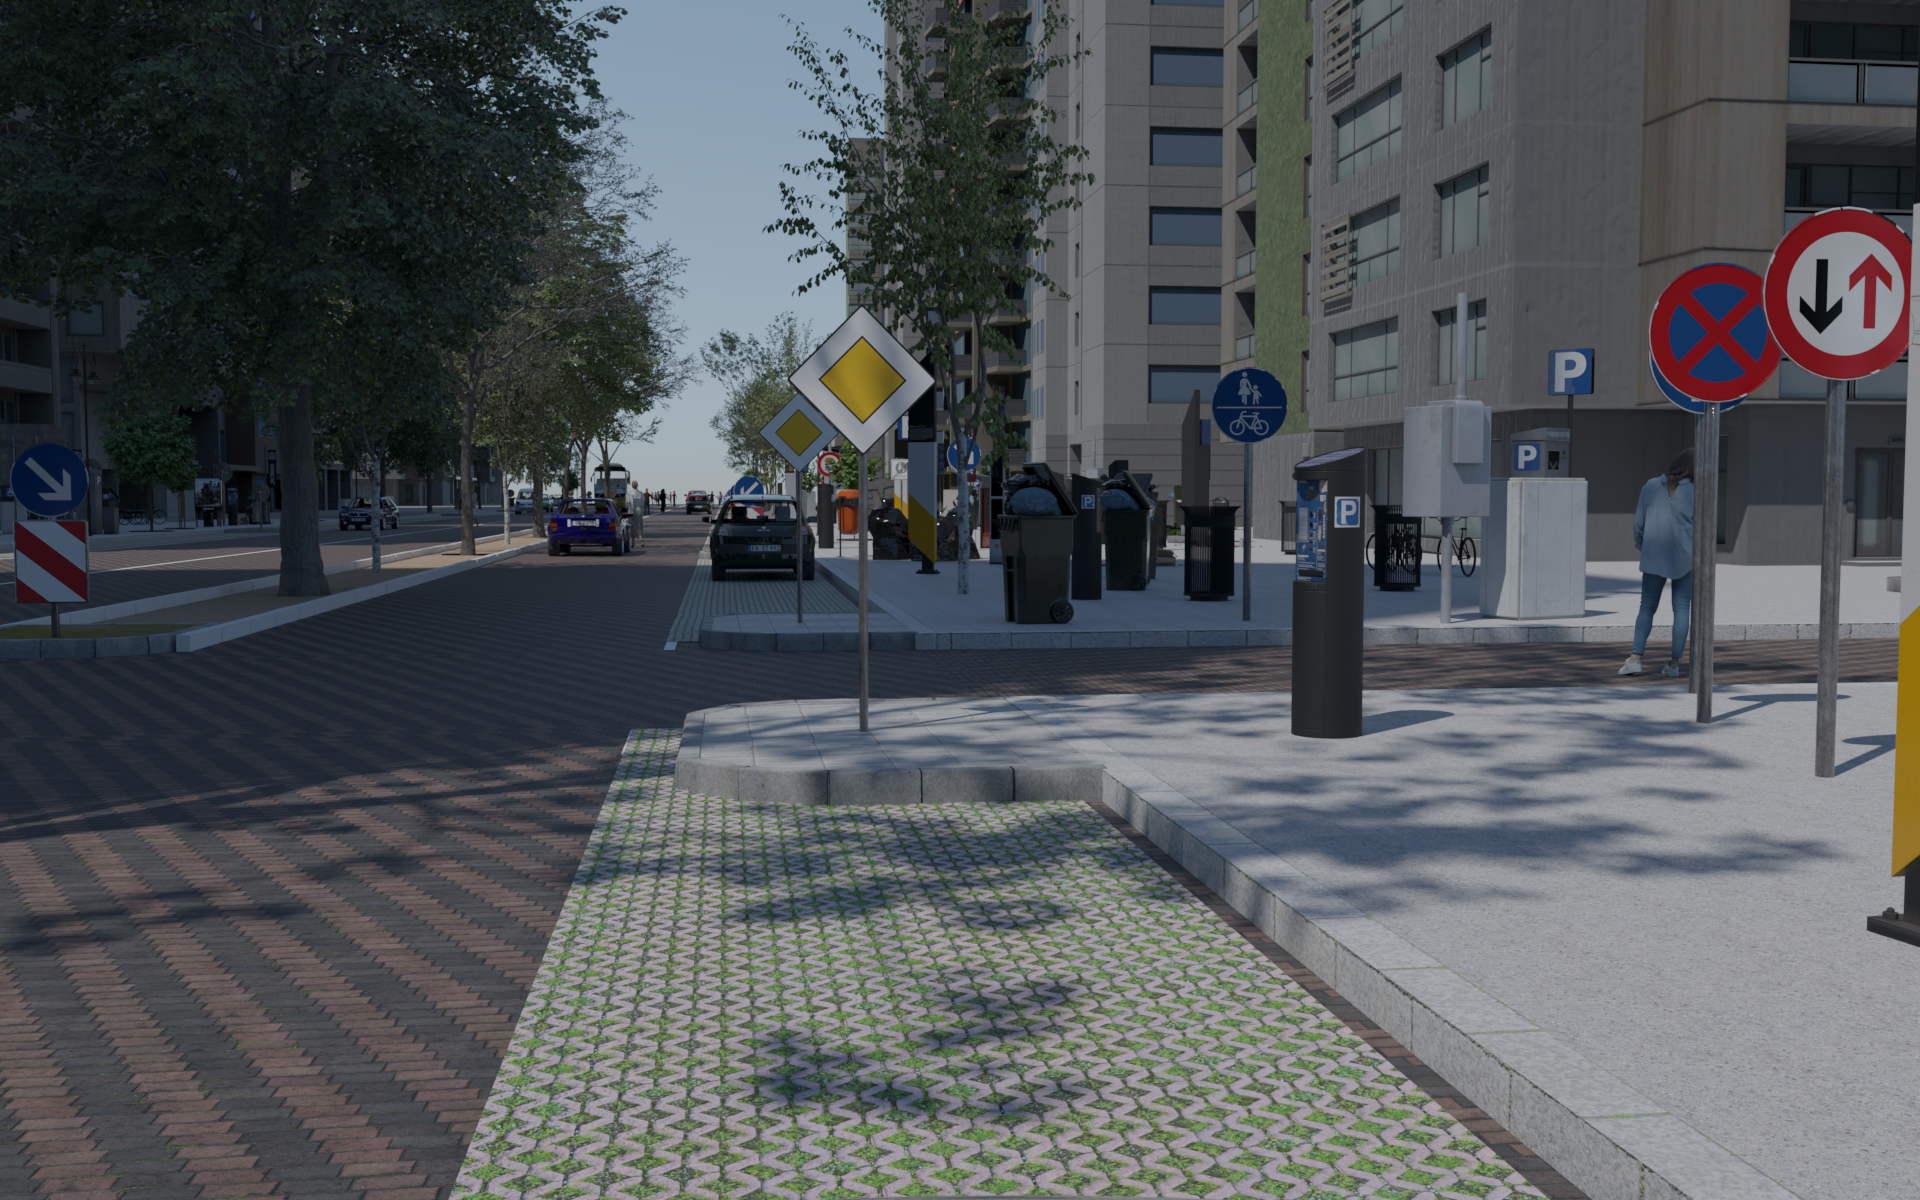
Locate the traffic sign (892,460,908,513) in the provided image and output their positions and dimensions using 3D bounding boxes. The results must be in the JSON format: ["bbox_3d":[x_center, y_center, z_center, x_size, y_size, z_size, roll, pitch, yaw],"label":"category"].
[{"bbox_3d":[-1.733,-3.007,51.298,0.606,2.300,0.079,0,3,0],"label":"traffic sign"}]

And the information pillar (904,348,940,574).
[{"bbox_3d":[-0.590,-2.228,27.776,0.504,3.616,0.183,2,4,25],"label":"information pillar"}]

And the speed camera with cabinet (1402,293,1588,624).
[{"bbox_3d":[5.466,-1.425,17.635,2.038,3.252,0.660,-2,4,-28],"label":"speed camera with cabinet"}]

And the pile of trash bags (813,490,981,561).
[{"bbox_3d":[-1.212,-1.510,34.442,3.447,1.369,1.912,3,5,40],"label":"pile of trash bags"}]

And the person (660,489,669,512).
[{"bbox_3d":[-23.278,-7.821,135.997,0.705,1.869,1.348,-3,5,-40],"label":"person"}]

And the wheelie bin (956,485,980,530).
[{"bbox_3d":[0.288,-3.339,62.503,0.693,1.594,0.980,-3,4,-38],"label":"wheelie bin"}]

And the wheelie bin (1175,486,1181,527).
[{"bbox_3d":[8.216,-3.447,64.272,0.980,1.594,0.693,0,4,0],"label":"wheelie bin"}]

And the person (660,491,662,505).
[{"bbox_3d":[-24.532,-8.180,142.924,0.721,1.739,1.217,0,4,2],"label":"person"}]

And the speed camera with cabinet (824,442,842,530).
[{"bbox_3d":[-4.248,-4.190,62.848,0.660,3.252,2.038,-2,4,-29],"label":"speed camera with cabinet"}]

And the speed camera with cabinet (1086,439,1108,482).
[{"bbox_3d":[4.459,-4.110,61.542,0.660,3.252,2.038,3,5,44],"label":"speed camera with cabinet"}]

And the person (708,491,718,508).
[{"bbox_3d":[-24.578,-9.969,172.171,1.217,1.739,0.721,2,4,25],"label":"person"}]

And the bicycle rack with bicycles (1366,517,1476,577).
[{"bbox_3d":[6.818,-0.890,27.933,2.852,0.926,2.925,0,4,1],"label":"bicycle rack with bicycles"}]

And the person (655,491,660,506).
[{"bbox_3d":[-36.405,-12.262,208.964,0.705,1.826,1.348,1,4,18],"label":"person"}]

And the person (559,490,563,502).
[{"bbox_3d":[-35.293,-8.888,153.783,0.705,1.831,1.348,0,4,6],"label":"person"}]

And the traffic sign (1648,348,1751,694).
[{"bbox_3d":[4.735,-0.671,11.076,0.768,2.556,0.104,0,4,-3],"label":"traffic sign"}]

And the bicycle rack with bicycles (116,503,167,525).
[{"bbox_3d":[-34.844,-3.619,72.555,2.925,0.926,2.852,-2,4,-26],"label":"bicycle rack with bicycles"}]

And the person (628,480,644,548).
[{"bbox_3d":[-8.621,-2.294,46.241,0.478,1.798,0.641,-2,4,-31],"label":"person"}]

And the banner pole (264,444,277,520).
[{"bbox_3d":[-34.268,-5.870,85.989,0.863,3.779,0.401,1,4,15],"label":"banner pole"}]

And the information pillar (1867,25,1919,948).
[{"bbox_3d":[2.816,-0.820,4.758,0.183,3.616,0.504,-1,4,-15],"label":"information pillar"}]

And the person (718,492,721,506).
[{"bbox_3d":[-29.595,-12.477,213.430,0.436,1.711,0.756,-1,4,-16],"label":"person"}]

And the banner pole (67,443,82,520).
[{"bbox_3d":[-43.370,-5.795,84.760,0.863,3.779,0.401,-1,4,-20],"label":"banner pole"}]

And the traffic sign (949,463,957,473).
[{"bbox_3d":[0.084,-2.769,45.386,0.768,2.556,0.104,0,4,2],"label":"traffic sign"}]

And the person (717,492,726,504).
[{"bbox_3d":[-30.082,-12.765,217.925,1.217,1.735,0.721,0,4,-6],"label":"person"}]

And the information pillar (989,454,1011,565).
[{"bbox_3d":[0.725,-1.657,31.581,0.304,2.012,0.304,1,4,22],"label":"information pillar"}]

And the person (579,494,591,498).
[{"bbox_3d":[-32.041,-8.482,148.009,1.217,1.723,0.721,-1,4,-22],"label":"person"}]

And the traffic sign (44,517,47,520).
[{"bbox_3d":[-27.477,-3.174,51.999,0.768,2.556,0.104,0,4,-1],"label":"traffic sign"}]

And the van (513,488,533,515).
[{"bbox_3d":[-30.554,-7.070,122.598,2.013,2.044,4.112,-1,4,-10],"label":"van"}]

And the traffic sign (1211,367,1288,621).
[{"bbox_3d":[2.906,-1.063,17.489,0.768,2.556,0.104,0,4,2],"label":"traffic sign"}]

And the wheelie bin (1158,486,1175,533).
[{"bbox_3d":[2.598,-1.115,26.141,0.980,1.594,0.693,3,4,37],"label":"wheelie bin"}]

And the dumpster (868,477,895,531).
[{"bbox_3d":[-2.714,-3.232,58.601,1.264,1.857,1.865,0,4,-8],"label":"dumpster"}]

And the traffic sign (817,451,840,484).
[{"bbox_3d":[-3.889,-3.165,51.851,0.768,2.556,0.104,0,4,-4],"label":"traffic sign"}]

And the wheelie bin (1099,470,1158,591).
[{"bbox_3d":[2.222,-0.933,23.164,0.693,1.594,0.980,1,4,10],"label":"wheelie bin"}]

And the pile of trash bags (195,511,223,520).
[{"bbox_3d":[-38.611,-4.722,86.955,3.447,1.369,1.912,2,4,30],"label":"pile of trash bags"}]

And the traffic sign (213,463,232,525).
[{"bbox_3d":[-30.081,-4.316,70.677,0.768,2.556,0.104,0,4,-5],"label":"traffic sign"}]

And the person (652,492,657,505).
[{"bbox_3d":[-38.906,-12.966,221.181,1.217,1.739,0.721,0,4,-2],"label":"person"}]

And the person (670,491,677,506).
[{"bbox_3d":[-33.546,-11.906,203.104,0.705,1.831,1.348,2,4,24],"label":"person"}]

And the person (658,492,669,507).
[{"bbox_3d":[-31.637,-10.809,185.172,1.348,1.831,0.705,1,4,21],"label":"person"}]

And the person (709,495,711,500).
[{"bbox_3d":[-26.801,-10.655,185.940,0.599,1.433,0.991,2,4,29],"label":"person"}]

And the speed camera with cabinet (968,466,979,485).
[{"bbox_3d":[0.468,-4.656,70.466,0.660,3.252,2.038,0,4,2],"label":"speed camera with cabinet"}]

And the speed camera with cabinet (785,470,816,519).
[{"bbox_3d":[-8.010,-5.701,87.554,0.660,3.252,2.038,-2,4,-33],"label":"speed camera with cabinet"}]

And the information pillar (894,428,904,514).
[{"bbox_3d":[-1.739,-3.749,52.645,0.504,3.616,0.183,0,4,5],"label":"information pillar"}]

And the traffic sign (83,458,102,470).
[{"bbox_3d":[-31.082,-3.783,61.955,0.768,2.556,0.104,0,4,-7],"label":"traffic sign"}]

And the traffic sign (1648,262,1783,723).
[{"bbox_3d":[4.176,-0.583,9.644,0.768,2.556,0.104,0,4,0],"label":"traffic sign"}]

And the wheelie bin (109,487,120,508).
[{"bbox_3d":[-36.442,-4.062,74.326,0.693,1.594,0.980,-2,4,-33],"label":"wheelie bin"}]

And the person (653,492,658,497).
[{"bbox_3d":[-41.177,-13.839,235.499,1.217,1.736,0.721,-2,4,-25],"label":"person"}]

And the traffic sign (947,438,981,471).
[{"bbox_3d":[0.090,-2.391,39.206,0.768,2.556,0.104,0,4,-1],"label":"traffic sign"}]

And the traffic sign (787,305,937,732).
[{"bbox_3d":[-0.523,-0.346,9.292,0.795,2.450,0.064,0,4,-8],"label":"traffic sign"}]

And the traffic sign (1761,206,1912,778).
[{"bbox_3d":[3.927,-0.470,7.789,0.768,2.556,0.104,0,4,-5],"label":"traffic sign"}]

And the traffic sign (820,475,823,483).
[{"bbox_3d":[-7.099,-5.581,91.348,0.768,2.556,0.104,0,4,-1],"label":"traffic sign"}]

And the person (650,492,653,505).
[{"bbox_3d":[-40.605,-13.382,228.005,0.721,1.735,1.217,-1,4,-20],"label":"person"}]

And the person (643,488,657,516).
[{"bbox_3d":[-20.387,-6.381,112.845,1.348,1.821,0.705,-2,4,-32],"label":"person"}]

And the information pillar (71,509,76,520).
[{"bbox_3d":[-40.808,-4.611,79.877,0.304,2.012,0.304,-3,5,-42],"label":"information pillar"}]

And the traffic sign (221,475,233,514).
[{"bbox_3d":[-30.540,-4.323,71.864,0.795,2.450,0.064,0,4,-5],"label":"traffic sign"}]

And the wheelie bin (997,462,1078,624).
[{"bbox_3d":[0.759,-0.572,17.256,0.693,1.594,0.980,-1,4,-18],"label":"wheelie bin"}]

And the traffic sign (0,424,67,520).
[{"bbox_3d":[-27.083,-3.448,50.242,2.265,3.308,0.079,0,4,-5],"label":"traffic sign"}]

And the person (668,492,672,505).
[{"bbox_3d":[-39.089,-13.729,233.648,1.217,1.739,0.721,2,4,32],"label":"person"}]

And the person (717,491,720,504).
[{"bbox_3d":[-32.925,-14.010,237.707,1.348,1.807,0.705,3,5,45],"label":"person"}]

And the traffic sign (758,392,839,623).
[{"bbox_3d":[-1.598,-0.829,17.204,0.795,2.450,0.064,0,4,-8],"label":"traffic sign"}]
